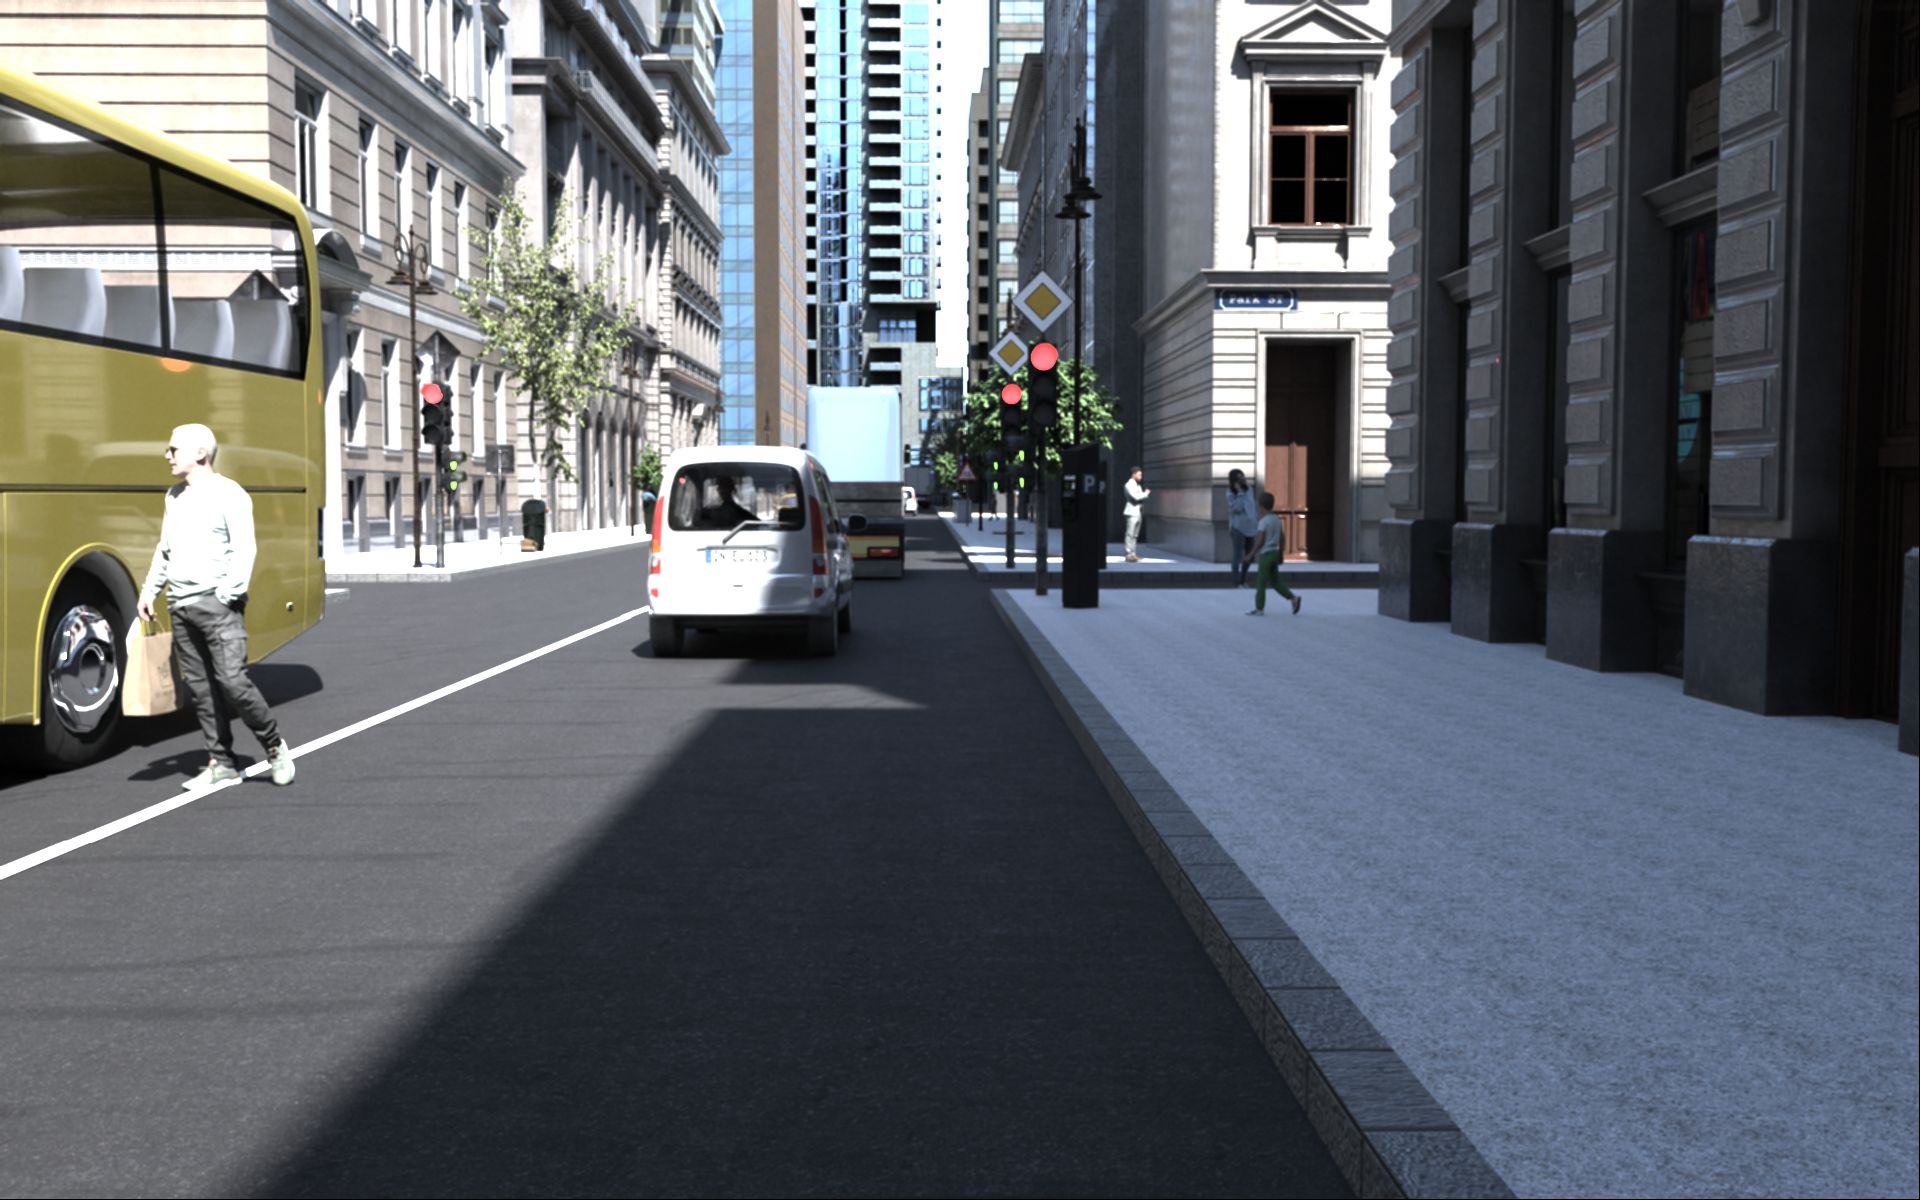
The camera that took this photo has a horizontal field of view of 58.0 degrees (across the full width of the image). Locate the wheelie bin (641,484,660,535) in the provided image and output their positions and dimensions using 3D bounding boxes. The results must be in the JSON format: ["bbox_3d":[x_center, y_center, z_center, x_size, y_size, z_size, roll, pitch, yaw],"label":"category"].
[{"bbox_3d":[-9.607,-2.845,54.421,0.693,1.594,0.980,1,4,14],"label":"wheelie bin"}]

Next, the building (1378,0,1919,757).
[{"bbox_3d":[9.443,-10.998,8.693,11.050,23.489,19.941,0,4,-1],"label":"building"}]

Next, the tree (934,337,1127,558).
[{"bbox_3d":[1.669,-3.141,35.064,4.285,4.588,4.351,0,3,0],"label":"tree"}]

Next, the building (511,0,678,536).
[{"bbox_3d":[-18.674,-13.561,63.521,13.314,21.916,24.055,0,4,-1],"label":"building"}]

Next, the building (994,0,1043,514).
[{"bbox_3d":[9.278,-26.548,117.659,14.154,41.232,14.086,0,4,-1],"label":"building"}]

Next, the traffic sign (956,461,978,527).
[{"bbox_3d":[0.285,-4.172,68.214,0.884,2.594,0.081,0,4,5],"label":"traffic sign"}]

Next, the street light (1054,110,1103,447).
[{"bbox_3d":[1.448,-2.974,21.413,0.468,5.910,1.993,0,4,-1],"label":"street light"}]

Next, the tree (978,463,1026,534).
[{"bbox_3d":[1.657,-3.741,55.760,1.663,3.219,1.824,0,3,0],"label":"tree"}]

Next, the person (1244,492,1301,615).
[{"bbox_3d":[3.308,-0.490,18.307,0.590,1.304,0.306,1,4,23],"label":"person"}]

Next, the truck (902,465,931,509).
[{"bbox_3d":[-4.310,-11.195,171.959,2.839,4.237,11.283,0,4,-3],"label":"truck"}]

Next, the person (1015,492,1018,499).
[{"bbox_3d":[3.917,-6.320,110.112,1.217,1.736,0.721,-3,5,-43],"label":"person"}]

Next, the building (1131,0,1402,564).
[{"bbox_3d":[14.331,-12.248,36.410,21.152,22.565,11.583,0,4,-1],"label":"building"}]

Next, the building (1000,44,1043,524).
[{"bbox_3d":[7.286,-14.324,85.112,10.553,20.767,40.483,0,4,-1],"label":"building"}]

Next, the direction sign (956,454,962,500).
[{"bbox_3d":[-0.047,-6.441,97.310,0.379,3.537,0.876,1,4,19],"label":"direction sign"}]

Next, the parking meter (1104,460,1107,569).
[{"bbox_3d":[2.304,-1.454,29.488,0.255,1.863,0.399,3,4,36],"label":"parking meter"}]

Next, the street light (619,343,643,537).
[{"bbox_3d":[-9.849,-4.840,51.930,0.468,5.910,1.993,0,4,-1],"label":"street light"}]

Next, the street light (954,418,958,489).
[{"bbox_3d":[-0.140,-8.064,104.630,0.468,5.910,1.993,0,4,-1],"label":"street light"}]

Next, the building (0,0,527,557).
[{"bbox_3d":[-19.114,-15.609,41.116,13.634,28.700,20.117,0,4,-1],"label":"building"}]

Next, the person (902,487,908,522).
[{"bbox_3d":[-2.812,-4.896,88.739,0.537,1.800,0.526,-3,5,-44],"label":"person"}]

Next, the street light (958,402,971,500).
[{"bbox_3d":[0.258,-6.727,82.773,0.468,5.910,1.993,0,4,-1],"label":"street light"}]

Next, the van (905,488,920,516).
[{"bbox_3d":[-3.656,-6.539,113.924,2.013,2.044,4.112,0,3,0],"label":"van"}]

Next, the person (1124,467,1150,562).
[{"bbox_3d":[3.371,-1.637,32.987,0.466,1.800,0.511,1,4,16],"label":"person"}]

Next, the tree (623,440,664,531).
[{"bbox_3d":[-10.678,-4.017,60.273,1.663,3.219,1.824,0,3,0],"label":"tree"}]

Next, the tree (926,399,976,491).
[{"bbox_3d":[-0.241,-10.942,129.267,4.360,8.622,3.978,0,3,0],"label":"tree"}]

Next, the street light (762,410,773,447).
[{"bbox_3d":[-10.620,-7.516,95.669,0.468,5.910,1.993,0,4,-1],"label":"street light"}]

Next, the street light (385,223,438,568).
[{"bbox_3d":[-9.405,-3.491,29.860,0.468,5.910,1.993,0,4,-1],"label":"street light"}]

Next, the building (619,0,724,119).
[{"bbox_3d":[-29.429,-25.970,116.499,32.217,40.220,23.993,0,4,-1],"label":"building"}]

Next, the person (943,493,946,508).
[{"bbox_3d":[-1.466,-9.359,162.326,0.557,1.426,1.065,0,4,5],"label":"person"}]

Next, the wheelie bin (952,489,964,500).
[{"bbox_3d":[-0.138,-5.591,99.326,0.693,1.594,0.980,0,4,-3],"label":"wheelie bin"}]

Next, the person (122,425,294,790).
[{"bbox_3d":[-3.720,0.030,8.495,0.782,1.767,0.515,2,4,24],"label":"person"}]

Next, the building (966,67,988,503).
[{"bbox_3d":[11.465,-35.292,200.724,21.600,48.544,21.300,0,4,-1],"label":"building"}]

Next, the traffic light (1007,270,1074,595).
[{"bbox_3d":[1.017,-2.014,21.855,0.839,4.253,0.868,0,4,-1],"label":"traffic light"}]

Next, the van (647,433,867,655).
[{"bbox_3d":[-1.930,-0.596,16.752,2.013,2.044,4.112,0,4,-1],"label":"van"}]

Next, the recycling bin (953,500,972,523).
[{"bbox_3d":[0.110,-4.012,78.144,0.722,1.027,0.722,-1,4,-15],"label":"recycling bin"}]

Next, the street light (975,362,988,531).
[{"bbox_3d":[0.729,-5.385,60.829,0.468,5.910,1.993,0,4,-1],"label":"street light"}]

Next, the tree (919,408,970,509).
[{"bbox_3d":[-1.083,-12.037,147.172,4.737,8.622,4.395,0,3,0],"label":"tree"}]

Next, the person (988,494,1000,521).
[{"bbox_3d":[1.626,-4.500,83.887,0.640,1.303,0.475,1,4,16],"label":"person"}]

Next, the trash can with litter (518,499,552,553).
[{"bbox_3d":[-9.398,-1.643,38.253,0.624,1.170,1.055,0,4,-5],"label":"trash can with litter"}]

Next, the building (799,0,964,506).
[{"bbox_3d":[-15.218,-54.260,199.816,31.000,86.520,22.319,0,4,-1],"label":"building"}]

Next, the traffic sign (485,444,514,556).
[{"bbox_3d":[-9.487,-2.056,35.742,0.606,2.300,0.079,0,4,5],"label":"traffic sign"}]

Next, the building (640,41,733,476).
[{"bbox_3d":[-17.797,-15.693,85.452,11.050,23.489,19.941,0,4,-1],"label":"building"}]

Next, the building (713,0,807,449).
[{"bbox_3d":[-20.690,-30.581,150.102,14.600,45.320,14.200,0,4,-1],"label":"building"}]

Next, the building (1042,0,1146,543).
[{"bbox_3d":[9.269,-14.461,54.460,12.078,24.808,19.932,0,4,-1],"label":"building"}]

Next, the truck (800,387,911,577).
[{"bbox_3d":[-2.481,-2.948,37.959,2.967,4.110,18.799,0,4,-2],"label":"truck"}]

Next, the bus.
[{"bbox_3d":[-5.763,-0.893,6.140,2.896,3.916,12.252,0,4,0],"label":"bus"}]

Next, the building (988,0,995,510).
[{"bbox_3d":[12.756,-36.512,138.969,21.231,58.520,28.212,0,4,-1],"label":"building"}]

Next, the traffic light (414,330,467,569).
[{"bbox_3d":[-8.904,-2.490,29.626,0.839,4.253,0.868,0,4,-1],"label":"traffic light"}]

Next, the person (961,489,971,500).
[{"bbox_3d":[0.312,-7.751,133.493,1.217,1.735,0.721,3,4,38],"label":"person"}]

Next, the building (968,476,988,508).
[{"bbox_3d":[16.698,-29.038,166.659,32.217,40.220,23.993,0,4,-1],"label":"building"}]

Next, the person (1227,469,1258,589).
[{"bbox_3d":[4.057,-0.991,24.971,0.793,1.790,0.793,1,4,15],"label":"person"}]

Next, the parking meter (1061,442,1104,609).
[{"bbox_3d":[1.353,-0.844,19.505,0.399,1.863,0.255,-3,5,-42],"label":"parking meter"}]

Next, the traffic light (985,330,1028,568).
[{"bbox_3d":[0.855,-2.503,29.839,0.839,4.253,0.868,0,4,-1],"label":"traffic light"}]

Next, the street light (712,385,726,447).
[{"bbox_3d":[-10.263,-6.179,73.811,0.468,5.910,1.993,0,4,-1],"label":"street light"}]

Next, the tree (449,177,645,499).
[{"bbox_3d":[-9.870,-5.557,41.216,4.737,8.622,4.395,0,3,0],"label":"tree"}]

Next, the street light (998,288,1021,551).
[{"bbox_3d":[1.105,-4.048,38.972,0.468,5.910,1.993,0,4,-1],"label":"street light"}]
